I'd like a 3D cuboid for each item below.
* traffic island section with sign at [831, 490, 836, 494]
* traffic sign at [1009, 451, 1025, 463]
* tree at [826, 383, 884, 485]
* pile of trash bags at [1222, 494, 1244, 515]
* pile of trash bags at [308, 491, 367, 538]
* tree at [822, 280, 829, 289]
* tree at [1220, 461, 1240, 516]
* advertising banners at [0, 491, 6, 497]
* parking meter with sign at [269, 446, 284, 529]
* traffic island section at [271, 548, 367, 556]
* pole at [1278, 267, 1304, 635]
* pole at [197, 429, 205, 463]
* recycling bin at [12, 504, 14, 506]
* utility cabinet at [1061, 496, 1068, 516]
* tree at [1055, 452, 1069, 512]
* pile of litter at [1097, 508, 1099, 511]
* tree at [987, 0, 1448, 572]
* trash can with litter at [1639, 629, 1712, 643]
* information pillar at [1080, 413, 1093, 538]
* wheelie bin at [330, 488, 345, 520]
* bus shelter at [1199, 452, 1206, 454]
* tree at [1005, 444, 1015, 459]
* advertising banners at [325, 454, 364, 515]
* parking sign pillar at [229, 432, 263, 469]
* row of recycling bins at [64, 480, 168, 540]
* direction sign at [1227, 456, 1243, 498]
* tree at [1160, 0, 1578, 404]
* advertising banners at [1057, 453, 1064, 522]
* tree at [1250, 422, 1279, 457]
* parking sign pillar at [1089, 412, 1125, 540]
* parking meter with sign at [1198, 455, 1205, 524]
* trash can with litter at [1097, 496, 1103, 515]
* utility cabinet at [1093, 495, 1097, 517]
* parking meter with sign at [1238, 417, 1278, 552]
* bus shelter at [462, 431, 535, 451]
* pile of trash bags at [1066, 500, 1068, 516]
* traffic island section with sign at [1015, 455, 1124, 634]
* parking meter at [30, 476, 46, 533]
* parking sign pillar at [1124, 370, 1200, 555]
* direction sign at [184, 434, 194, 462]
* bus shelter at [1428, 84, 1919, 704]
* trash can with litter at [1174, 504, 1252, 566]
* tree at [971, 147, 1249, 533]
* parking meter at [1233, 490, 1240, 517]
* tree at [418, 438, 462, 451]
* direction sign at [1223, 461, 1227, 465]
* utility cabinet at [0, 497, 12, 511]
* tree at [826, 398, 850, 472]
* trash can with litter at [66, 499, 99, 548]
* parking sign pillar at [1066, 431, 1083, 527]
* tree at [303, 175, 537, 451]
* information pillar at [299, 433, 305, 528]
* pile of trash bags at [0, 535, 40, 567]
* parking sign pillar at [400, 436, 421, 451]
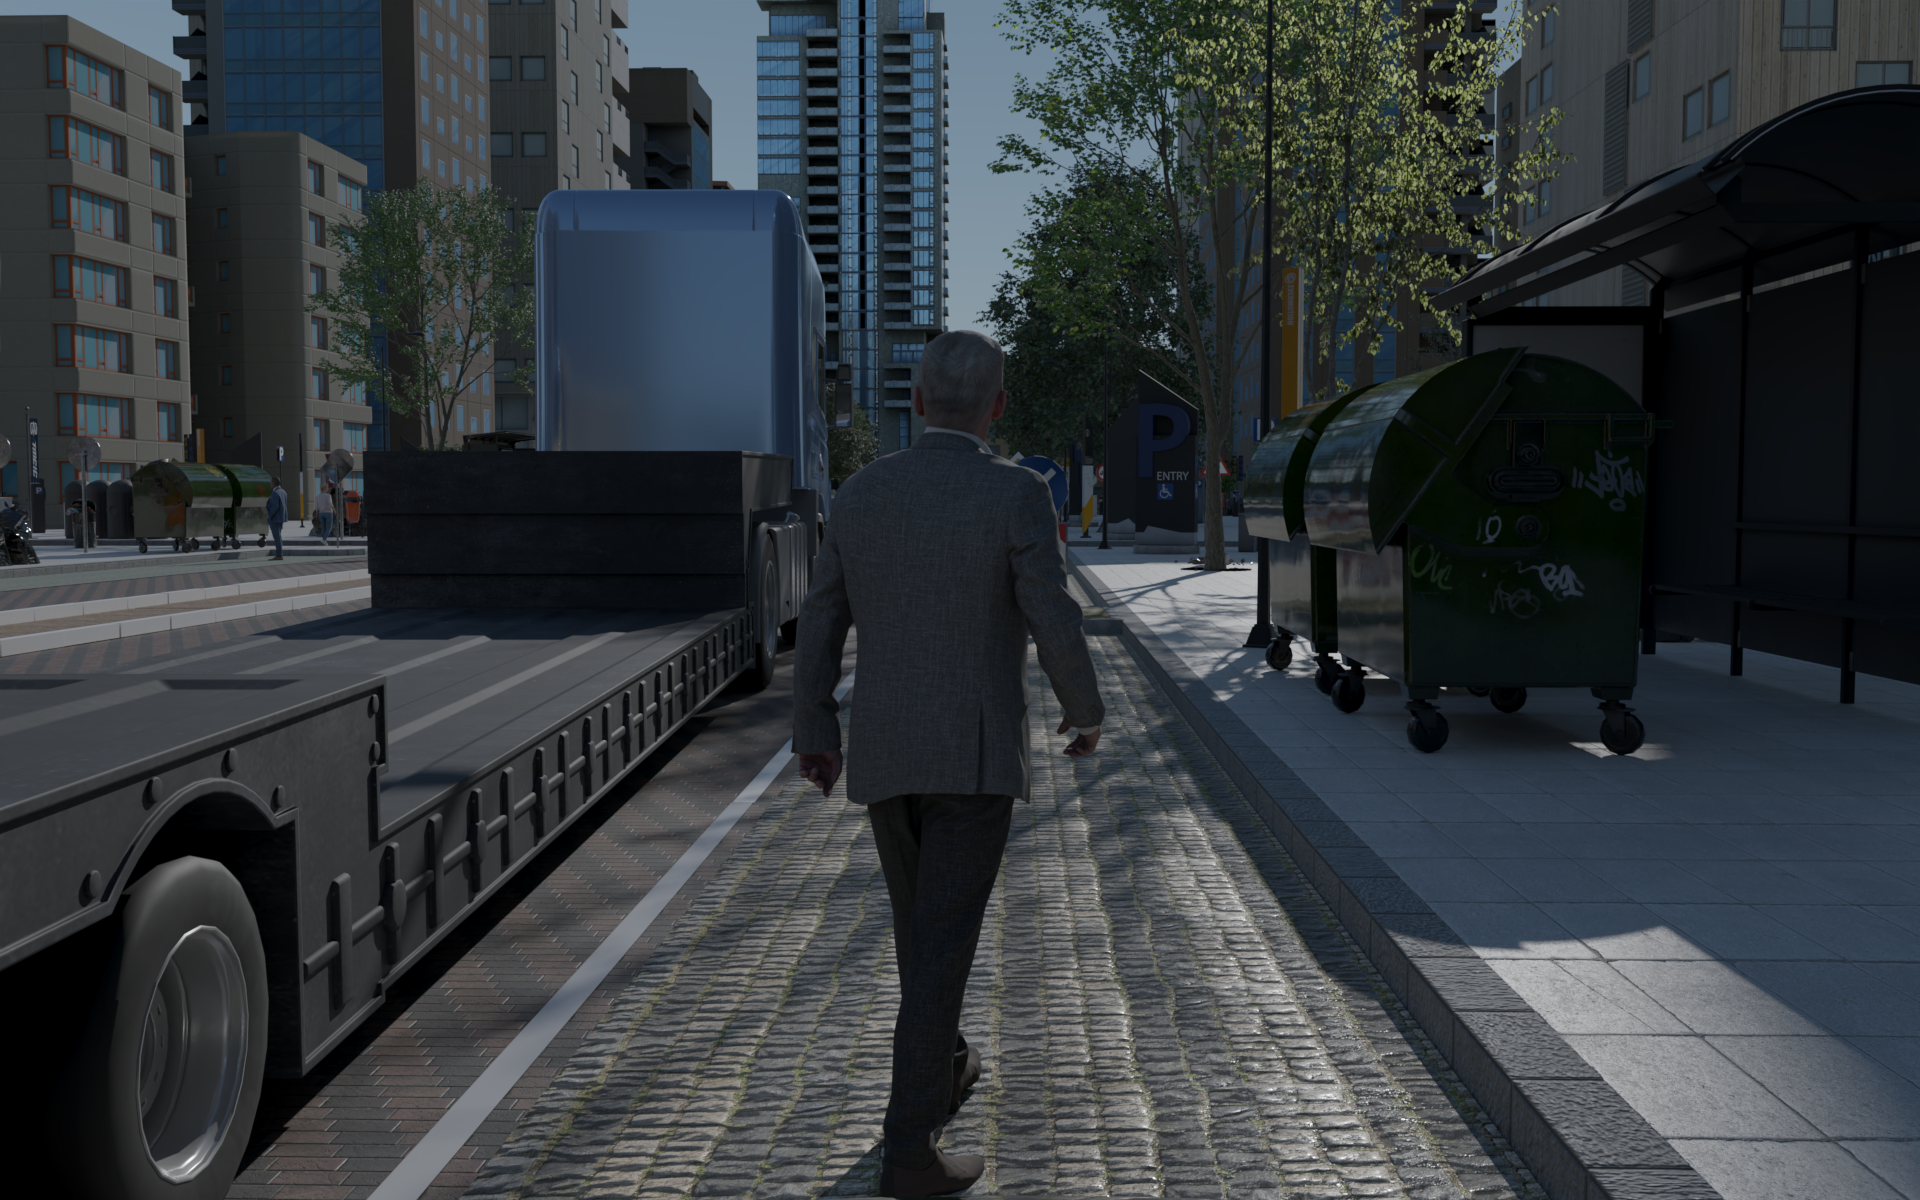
[{"bbox_3d":[-11.064,-8.704,150.939,1.989,1.847,2.006,0,4,2],"label":"traffic island section with sign"},{"bbox_3d":[1.368,-2.265,40.669,0.795,2.450,0.064,0,4,2],"label":"traffic sign"},{"bbox_3d":[-13.384,-15.369,168.287,9.611,12.733,9.660,0,3,0],"label":"tree"},{"bbox_3d":[16.318,-5.784,104.323,1.912,1.369,3.447,2,4,32],"label":"pile of trash bags"},{"bbox_3d":[-18.475,-2.595,52.179,1.912,1.369,3.447,-2,4,-27],"label":"pile of trash bags"},{"bbox_3d":[-16.076,-16.506,125.768,12.611,20.169,13.585,0,3,0],"label":"tree"},{"bbox_3d":[15.234,-6.476,100.480,1.663,3.219,1.824,0,3,0],"label":"tree"},{"bbox_3d":[-35.270,-4.028,62.050,0.090,3.025,2.074,2,4,34],"label":"advertising banners"},{"bbox_3d":[-25.598,-4.090,63.128,1.738,3.016,0.543,0,4,-5],"label":"parking meter with sign"},{"bbox_3d":[-14.842,-1.161,41.259,2.009,0.180,2.903,0,4,2],"label":"traffic island section"},{"bbox_3d":[3.013,-1.340,15.746,0.158,3.312,0.155,0,3,0],"label":"pole"},{"bbox_3d":[-23.729,-3.691,54.189,0.158,3.312,0.155,0,3,0],"label":"pole"},{"bbox_3d":[-23.389,-1.800,41.991,0.722,1.027,0.722,-1,4,-17],"label":"recycling bin"},{"bbox_3d":[6.390,-5.616,102.991,1.020,1.237,0.306,1,4,16],"label":"utility cabinet"},{"bbox_3d":[5.656,-8.725,93.016,4.737,8.622,4.395,0,3,0],"label":"tree"},{"bbox_3d":[9.966,-6.599,121.861,1.719,0.858,1.176,-1,4,-11],"label":"pile of litter"},{"bbox_3d":[4.290,-6.304,28.829,9.928,11.665,9.643,0,3,0],"label":"tree"},{"bbox_3d":[6.369,-0.231,15.162,1.055,1.170,0.624,0,4,-1],"label":"trash can with litter"},{"bbox_3d":[3.723,-3.621,50.558,0.183,3.616,0.504,2,4,35],"label":"information pillar"},{"bbox_3d":[-30.359,-4.690,84.593,0.693,1.594,0.980,3,4,38],"label":"wheelie bin"},{"bbox_3d":[8.299,-4.519,67.808,2.014,3.302,5.546,0,4,2],"label":"bus shelter"},{"bbox_3d":[9.475,-17.995,200.868,9.857,13.997,8.962,0,3,0],"label":"tree"},{"bbox_3d":[-26.516,-4.844,75.382,2.074,3.025,0.090,-2,4,-27],"label":"advertising banners"},{"bbox_3d":[-30.739,-5.268,74.597,1.447,3.967,1.447,-1,4,-19],"label":"parking sign pillar"},{"bbox_3d":[-24.182,-2.597,49.582,3.534,1.692,1.069,1,4,21],"label":"row of recycling bins"},{"bbox_3d":[16.342,-6.731,102.051,0.379,3.537,0.876,-3,4,-37],"label":"direction sign"},{"bbox_3d":[4.198,-4.173,18.587,4.360,8.622,3.978,0,3,0],"label":"tree"},{"bbox_3d":[4.291,-4.787,74.462,0.090,3.025,2.074,0,4,-6],"label":"advertising banners"},{"bbox_3d":[13.617,-5.389,71.822,4.285,4.588,4.351,0,3,0],"label":"tree"},{"bbox_3d":[4.711,-3.672,48.502,1.447,3.967,1.447,-2,4,-34],"label":"parking sign pillar"},{"bbox_3d":[10.437,-4.842,75.424,0.543,3.016,1.738,1,4,14],"label":"parking meter with sign"},{"bbox_3d":[8.591,-5.767,105.671,0.624,1.170,1.055,-1,4,-16],"label":"trash can with litter"},{"bbox_3d":[7.328,-5.310,97.983,0.306,1.237,1.020,3,5,41],"label":"utility cabinet"},{"bbox_3d":[6.639,-2.599,38.761,0.543,3.016,1.738,1,4,23],"label":"parking meter with sign"},{"bbox_3d":[-17.562,-4.653,67.367,1.731,3.624,6.357,0,4,2],"label":"bus shelter"},{"bbox_3d":[6.415,-5.608,101.450,3.447,1.369,1.912,1,4,17],"label":"pile of trash bags"},{"bbox_3d":[0.704,-0.607,18.555,1.989,1.847,2.006,0,4,2],"label":"traffic island section with sign"},{"bbox_3d":[-30.118,-3.113,56.604,0.255,1.863,0.399,3,5,44],"label":"parking meter"},{"bbox_3d":[4.459,-2.987,37.311,1.447,3.967,1.447,1,4,17],"label":"parking sign pillar"},{"bbox_3d":[-29.089,-4.489,65.385,0.379,3.537,0.876,-3,5,-43],"label":"direction sign"},{"bbox_3d":[4.724,-1.066,11.345,2.014,3.302,5.546,0,4,2],"label":"bus shelter"},{"bbox_3d":[4.835,-1.292,32.181,1.678,1.210,2.233,1,4,17],"label":"trash can with litter"},{"bbox_3d":[4.936,-8.591,57.475,9.611,12.733,9.660,0,3,0],"label":"tree"},{"bbox_3d":[15.536,-5.443,97.404,0.372,1.533,0.369,0,3,0],"label":"parking meter"},{"bbox_3d":[-28.934,-6.910,96.693,4.285,4.588,4.351,0,3,0],"label":"tree"},{"bbox_3d":[18.287,-7.678,117.537,0.876,3.537,0.379,0,4,-6],"label":"direction sign"},{"bbox_3d":[-19.255,-1.430,34.541,1.020,1.237,0.306,3,5,40],"label":"utility cabinet"},{"bbox_3d":[-13.562,-13.525,155.545,8.767,10.594,7.601,1,4,11],"label":"tree"},{"bbox_3d":[-20.868,-1.824,41.210,0.624,1.170,1.055,-1,4,-21],"label":"trash can with litter"},{"bbox_3d":[4.727,-4.867,68.044,1.447,3.967,1.447,2,4,26],"label":"parking sign pillar"},{"bbox_3d":[-16.792,-7.937,55.532,9.928,11.665,9.643,0,3,0],"label":"tree"},{"bbox_3d":[-25.115,-4.567,66.031,0.183,3.616,0.504,-1,4,-23],"label":"information pillar"},{"bbox_3d":[-18.484,-1.320,31.327,3.447,1.369,1.912,1,4,15],"label":"pile of trash bags"},{"bbox_3d":[-25.553,-5.681,81.357,1.447,3.967,1.447,-3,5,-43],"label":"parking sign pillar"}]
